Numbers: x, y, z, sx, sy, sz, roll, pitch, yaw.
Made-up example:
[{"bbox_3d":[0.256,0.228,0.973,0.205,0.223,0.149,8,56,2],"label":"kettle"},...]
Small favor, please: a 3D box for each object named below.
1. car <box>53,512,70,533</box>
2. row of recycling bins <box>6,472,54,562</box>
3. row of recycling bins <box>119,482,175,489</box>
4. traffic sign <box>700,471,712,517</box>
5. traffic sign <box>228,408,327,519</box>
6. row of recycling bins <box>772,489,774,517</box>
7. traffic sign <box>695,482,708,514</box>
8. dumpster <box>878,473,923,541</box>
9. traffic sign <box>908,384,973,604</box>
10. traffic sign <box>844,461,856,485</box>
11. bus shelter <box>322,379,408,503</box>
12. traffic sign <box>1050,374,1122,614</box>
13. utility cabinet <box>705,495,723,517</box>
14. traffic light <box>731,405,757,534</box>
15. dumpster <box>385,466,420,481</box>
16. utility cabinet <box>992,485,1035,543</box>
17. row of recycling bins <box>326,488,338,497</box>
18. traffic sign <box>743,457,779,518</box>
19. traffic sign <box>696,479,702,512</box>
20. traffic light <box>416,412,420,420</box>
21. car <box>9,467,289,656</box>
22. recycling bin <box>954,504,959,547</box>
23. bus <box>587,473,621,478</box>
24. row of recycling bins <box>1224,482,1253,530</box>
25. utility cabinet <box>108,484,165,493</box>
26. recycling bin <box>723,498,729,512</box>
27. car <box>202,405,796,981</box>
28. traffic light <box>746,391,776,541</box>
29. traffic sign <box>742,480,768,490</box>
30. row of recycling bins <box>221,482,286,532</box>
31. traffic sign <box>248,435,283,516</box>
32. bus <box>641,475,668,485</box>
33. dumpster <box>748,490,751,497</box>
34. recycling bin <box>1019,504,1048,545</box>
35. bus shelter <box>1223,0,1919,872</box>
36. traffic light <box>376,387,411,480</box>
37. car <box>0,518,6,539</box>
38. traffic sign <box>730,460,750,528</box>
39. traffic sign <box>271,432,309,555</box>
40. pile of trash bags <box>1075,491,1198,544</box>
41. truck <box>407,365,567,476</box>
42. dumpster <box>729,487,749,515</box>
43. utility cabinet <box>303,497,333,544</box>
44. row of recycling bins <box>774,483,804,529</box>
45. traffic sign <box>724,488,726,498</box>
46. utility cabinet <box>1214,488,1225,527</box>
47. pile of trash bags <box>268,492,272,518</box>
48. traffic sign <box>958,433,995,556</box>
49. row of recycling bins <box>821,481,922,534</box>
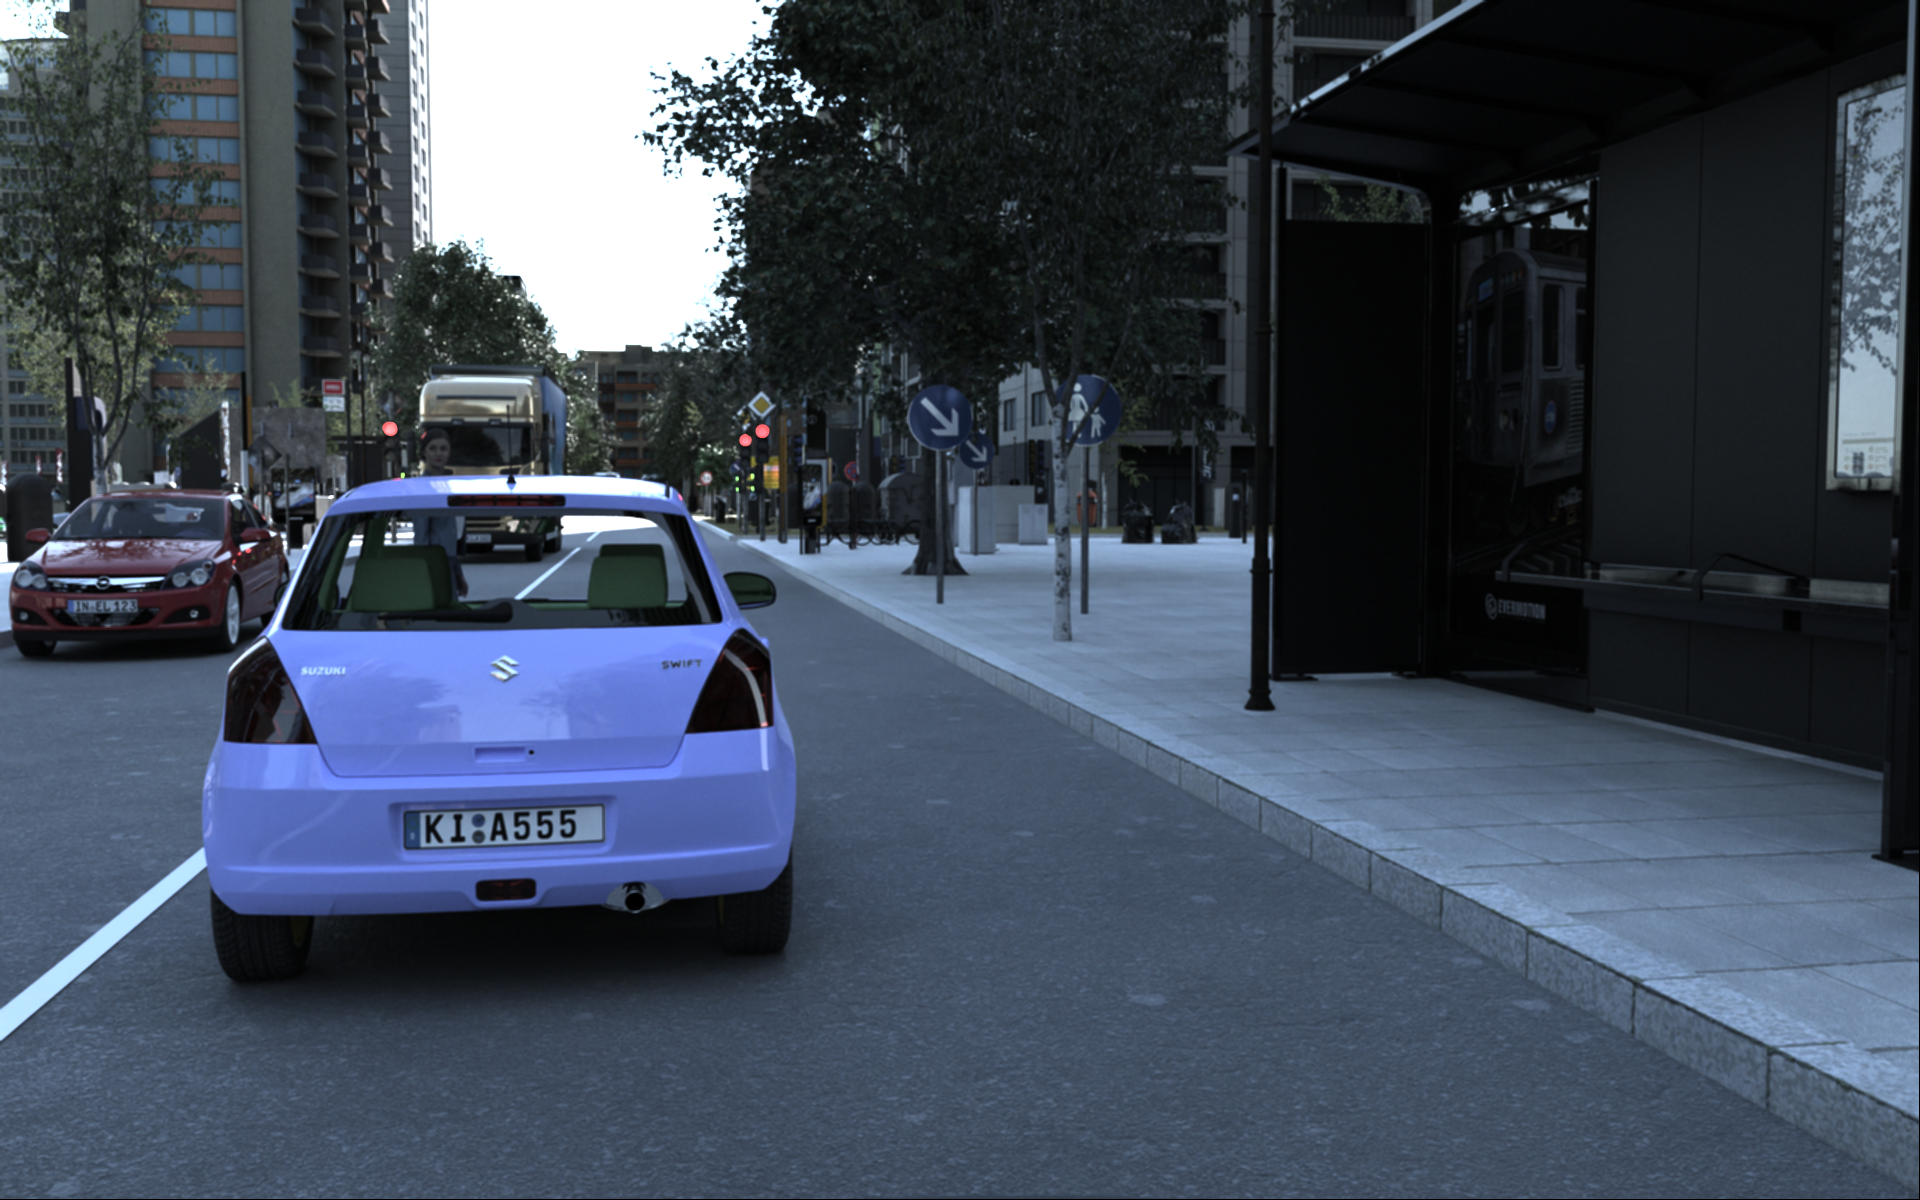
[{"bbox_3d":[-22.981,-2.157,47.267,4.499,1.417,2.014,-1,4,-11],"label":"car"},{"bbox_3d":[-19.019,-1.558,32.578,3.534,1.692,1.069,-1,4,-20],"label":"row of recycling bins"},{"bbox_3d":[-28.929,-3.278,60.712,3.534,1.692,1.069,1,4,14],"label":"row of recycling bins"},{"bbox_3d":[-14.158,-5.917,96.842,0.768,2.556,0.104,0,4,-2],"label":"traffic sign"},{"bbox_3d":[-16.104,-2.873,40.848,2.265,3.308,0.079,0,4,-4],"label":"traffic sign"},{"bbox_3d":[-9.797,-5.503,97.083,1.069,1.692,3.534,-2,4,-30],"label":"row of recycling bins"},{"bbox_3d":[-16.337,-6.716,109.811,0.884,2.594,0.081,0,4,-2],"label":"traffic sign"},{"bbox_3d":[-1.525,-2.570,47.776,1.264,1.857,1.865,-1,4,-10],"label":"dumpster"},{"bbox_3d":[-0.232,-1.231,20.226,0.768,2.556,0.104,0,4,-7],"label":"traffic sign"},{"bbox_3d":[-4.066,-4.066,66.583,0.768,2.556,0.104,-1,4,-9],"label":"traffic sign"},{"bbox_3d":[-21.660,-5.242,63.345,2.179,5.291,8.768,-1,4,-10],"label":"bus shelter"},{"bbox_3d":[1.336,-1.125,18.493,0.768,2.556,0.104,0,4,-1],"label":"traffic sign"},{"bbox_3d":[-14.086,-5.379,99.106,1.020,1.237,0.306,0,4,-4],"label":"utility cabinet"},{"bbox_3d":[-6.841,-4.043,55.017,0.839,4.253,0.868,-1,4,-10],"label":"traffic light"},{"bbox_3d":[-18.961,-3.467,59.179,1.502,2.255,1.985,-1,4,-10],"label":"dumpster"},{"bbox_3d":[1.328,-2.215,44.889,1.173,1.500,0.318,-1,4,-19],"label":"utility cabinet"},{"bbox_3d":[-41.304,-6.729,117.132,1.069,1.692,3.534,2,4,31],"label":"row of recycling bins"},{"bbox_3d":[-10.399,-6.014,92.208,2.265,3.308,0.079,0,4,-6],"label":"traffic sign"},{"bbox_3d":[-18.439,-7.552,123.587,0.768,2.556,0.104,0,4,-8],"label":"traffic sign"},{"bbox_3d":[-16.295,-3.937,53.285,0.839,4.253,0.868,-1,4,-10],"label":"traffic light"},{"bbox_3d":[-7.731,-0.474,16.794,2.155,1.783,4.494,-1,4,-12],"label":"car"},{"bbox_3d":[0.136,-1.820,42.310,0.722,1.027,0.722,2,4,25],"label":"recycling bin"},{"bbox_3d":[-29.958,-9.242,145.959,2.948,3.499,13.247,-1,4,-9],"label":"bus"},{"bbox_3d":[10.053,-3.395,62.622,1.069,1.692,3.534,1,4,8],"label":"row of recycling bins"},{"bbox_3d":[-18.051,-1.787,37.901,0.318,1.500,1.173,3,5,44],"label":"utility cabinet"},{"bbox_3d":[-17.410,-7.014,127.236,0.722,1.027,0.722,0,4,4],"label":"recycling bin"},{"bbox_3d":[-1.624,0.188,6.522,1.945,1.707,3.694,-1,4,-12],"label":"car"},{"bbox_3d":[-5.410,-3.562,47.160,0.839,4.253,0.868,-1,4,-10],"label":"traffic light"},{"bbox_3d":[-13.629,-7.341,113.906,2.265,3.308,0.079,0,4,-6],"label":"traffic sign"},{"bbox_3d":[-24.313,-3.167,58.890,3.534,1.692,1.069,0,4,5],"label":"row of recycling bins"},{"bbox_3d":[-13.686,-2.006,33.981,0.795,2.450,0.064,0,4,-4],"label":"traffic sign"},{"bbox_3d":[-30.204,-10.751,170.633,2.948,3.499,13.247,-1,4,-11],"label":"bus"},{"bbox_3d":[-14.069,-7.279,121.500,1.502,2.255,1.985,-1,4,-10],"label":"dumpster"},{"bbox_3d":[1.862,-1.914,43.853,0.722,1.027,0.722,0,4,3],"label":"recycling bin"},{"bbox_3d":[3.175,-1.081,8.955,1.731,3.624,6.357,-1,4,-10],"label":"bus shelter"},{"bbox_3d":[-14.864,-3.456,45.429,0.839,4.253,0.868,-1,4,-10],"label":"traffic light"},{"bbox_3d":[-28.509,-2.342,47.094,4.718,1.807,1.959,-1,4,-12],"label":"car"},{"bbox_3d":[-8.262,-3.976,65.121,0.768,2.556,0.104,0,4,-8],"label":"traffic sign"},{"bbox_3d":[-14.026,-2.209,36.115,0.884,2.594,0.081,0,4,-8],"label":"traffic sign"},{"bbox_3d":[4.612,-2.190,45.558,3.447,1.369,1.912,2,4,28],"label":"pile of trash bags"},{"bbox_3d":[-10.618,-3.123,39.968,2.839,4.237,11.283,-1,4,-10],"label":"truck"},{"bbox_3d":[-13.951,-6.338,109.390,1.264,1.857,1.865,-1,4,-10],"label":"dumpster"},{"bbox_3d":[-16.637,-2.037,44.461,1.020,1.237,0.306,0,4,2],"label":"utility cabinet"},{"bbox_3d":[-4.959,-3.494,64.235,3.534,1.692,1.069,1,4,20],"label":"row of recycling bins"},{"bbox_3d":[-17.650,-7.951,130.110,0.768,2.556,0.104,-1,4,-9],"label":"traffic sign"},{"bbox_3d":[10.162,-3.566,66.985,0.318,1.500,1.173,2,4,28],"label":"utility cabinet"},{"bbox_3d":[-36.114,-5.076,92.738,1.912,1.369,3.447,1,4,18],"label":"pile of trash bags"},{"bbox_3d":[0.336,-2.197,36.026,0.768,2.556,0.104,-1,4,-8],"label":"traffic sign"},{"bbox_3d":[-2.720,-3.019,56.476,3.534,1.692,1.069,-2,4,-28],"label":"row of recycling bins"}]
